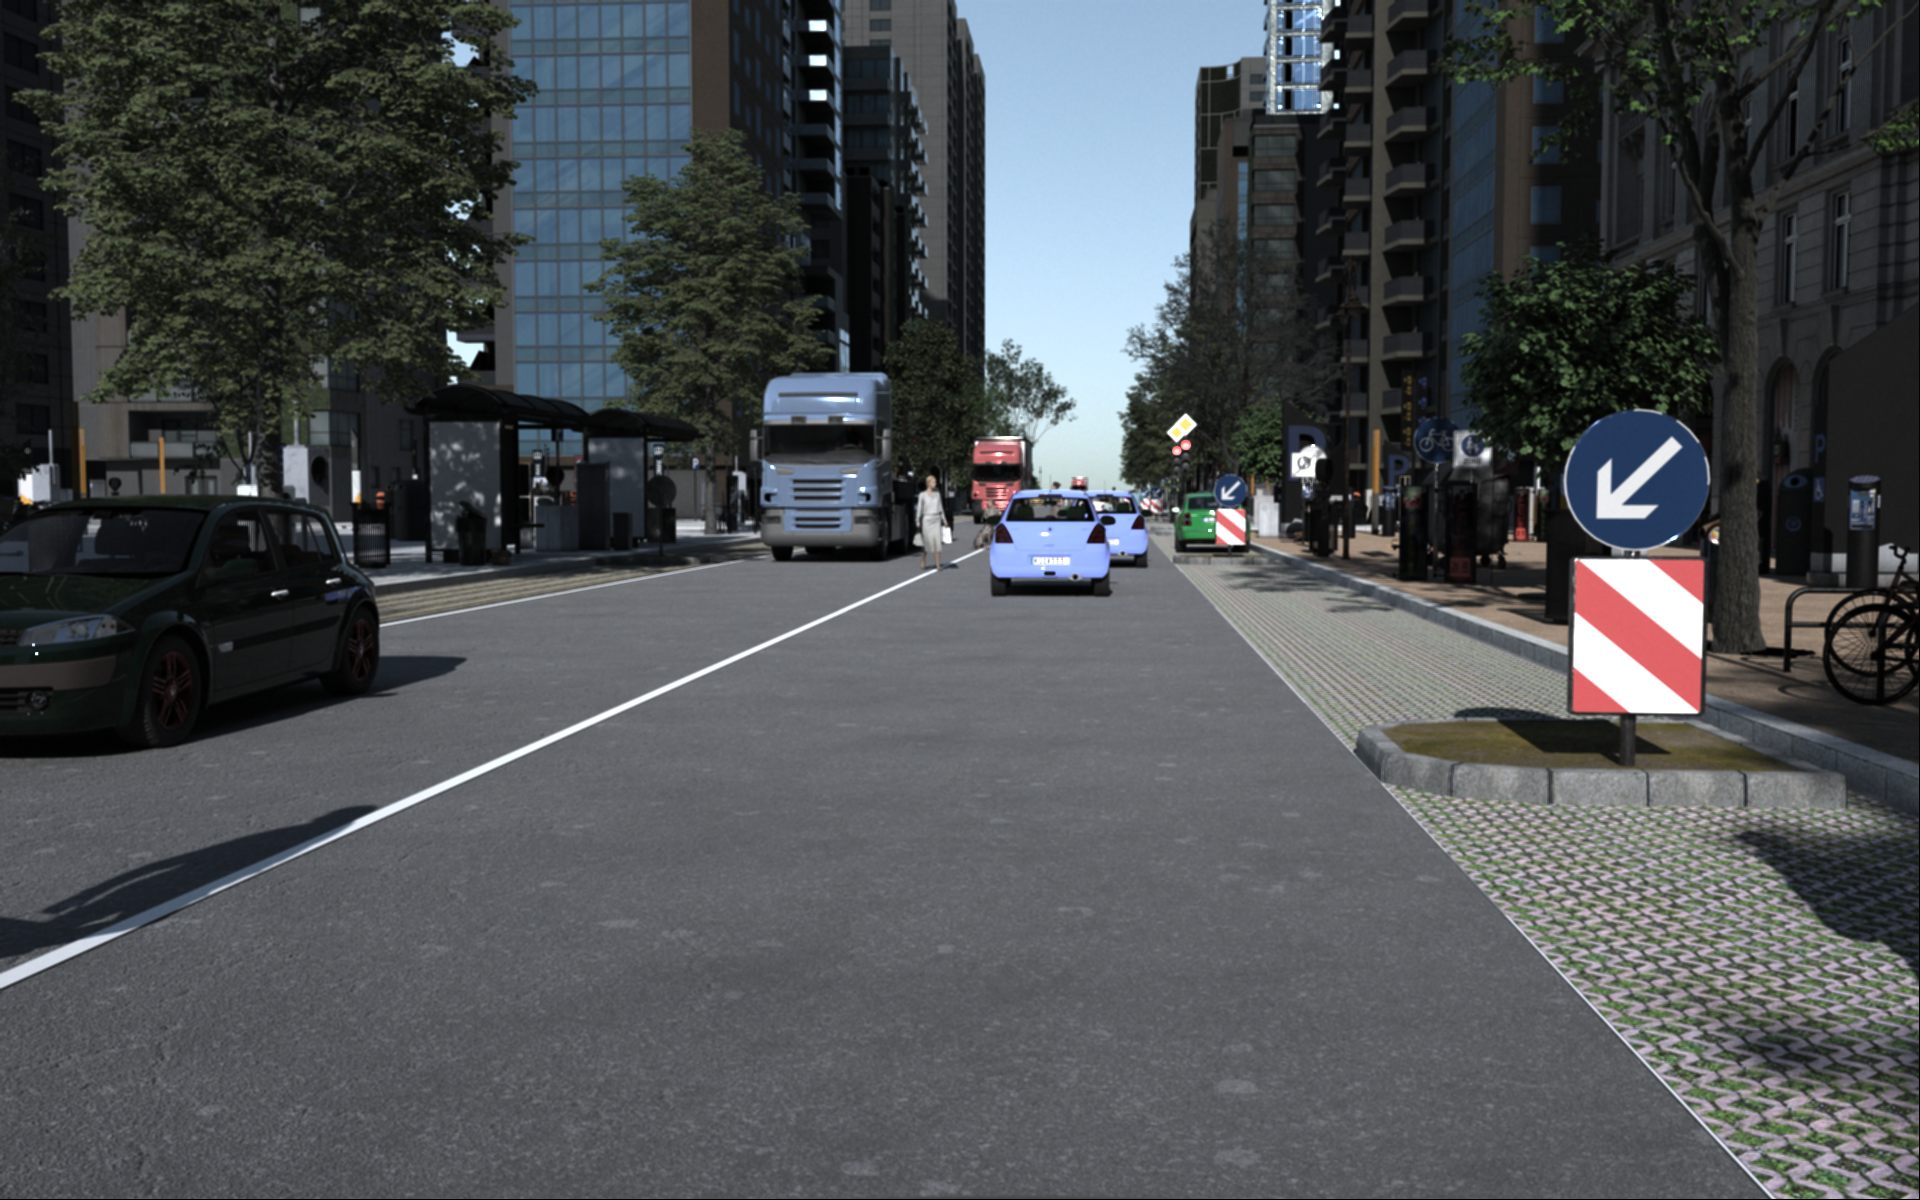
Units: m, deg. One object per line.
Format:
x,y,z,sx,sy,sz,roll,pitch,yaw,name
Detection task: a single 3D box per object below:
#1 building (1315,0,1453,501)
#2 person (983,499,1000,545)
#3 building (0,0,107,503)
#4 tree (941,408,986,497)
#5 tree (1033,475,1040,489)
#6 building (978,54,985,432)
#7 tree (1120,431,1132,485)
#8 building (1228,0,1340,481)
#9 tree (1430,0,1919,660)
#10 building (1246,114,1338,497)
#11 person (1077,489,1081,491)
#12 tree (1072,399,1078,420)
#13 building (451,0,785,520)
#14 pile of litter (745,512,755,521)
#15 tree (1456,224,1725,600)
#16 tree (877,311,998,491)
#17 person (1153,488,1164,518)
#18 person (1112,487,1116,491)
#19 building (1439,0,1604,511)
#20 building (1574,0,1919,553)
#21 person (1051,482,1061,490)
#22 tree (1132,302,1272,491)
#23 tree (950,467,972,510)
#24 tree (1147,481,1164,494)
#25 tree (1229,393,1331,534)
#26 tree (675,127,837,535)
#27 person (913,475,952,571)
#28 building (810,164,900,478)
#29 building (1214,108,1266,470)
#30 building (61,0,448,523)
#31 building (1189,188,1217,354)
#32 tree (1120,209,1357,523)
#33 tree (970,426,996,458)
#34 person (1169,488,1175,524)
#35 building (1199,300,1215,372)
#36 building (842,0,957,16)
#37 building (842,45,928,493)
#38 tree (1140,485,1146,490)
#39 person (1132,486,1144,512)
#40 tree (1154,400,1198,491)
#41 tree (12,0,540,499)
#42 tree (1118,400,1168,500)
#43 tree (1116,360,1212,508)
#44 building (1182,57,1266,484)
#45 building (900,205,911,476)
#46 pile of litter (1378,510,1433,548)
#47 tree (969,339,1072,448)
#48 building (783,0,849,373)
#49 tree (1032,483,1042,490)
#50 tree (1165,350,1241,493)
33.174,-27.437,103.224,22.147,44.769,28.867,0,4,5,building
0.896,-2.199,48.725,0.475,1.303,0.640,0,4,-7,person
-59.064,-39.806,89.082,20.611,71.187,20.563,0,4,5,building
-0.157,-10.970,129.720,4.737,8.622,4.395,0,3,0,tree
10.376,-16.916,260.289,4.285,4.588,4.351,0,3,0,tree
-6.234,-50.686,266.968,20.563,71.187,20.611,0,4,5,building
27.266,-20.875,259.424,7.486,12.596,7.792,0,3,0,tree
39.891,-52.893,177.477,22.319,86.520,31.000,0,4,5,building
6.135,-5.382,13.746,9.928,11.665,9.643,0,3,0,tree
29.206,-22.197,134.620,14.160,30.474,14.107,0,4,5,building
9.293,-7.743,135.075,0.580,1.828,0.573,3,5,42,person
10.316,-23.400,238.471,12.611,20.169,13.585,0,3,0,tree
-17.549,-27.045,92.298,14.600,45.320,14.200,0,4,5,building
-10.552,-4.318,84.566,1.176,0.858,1.719,-2,4,-30,pile of litter
7.592,-2.289,21.135,4.285,4.588,4.351,0,3,0,tree
-2.139,-11.734,108.860,9.611,12.733,9.660,0,3,0,tree
11.092,-5.380,96.639,0.728,1.800,0.709,-1,4,-18,person
9.100,-5.795,103.028,0.659,1.850,0.755,2,4,33,person
30.684,-26.231,78.987,14.200,45.320,14.600,0,4,5,building
23.563,-12.032,38.516,13.314,21.916,24.055,0,4,5,building
2.703,-2.528,50.172,0.374,1.781,0.599,-3,4,-36,person
14.753,-11.268,102.359,7.486,12.596,7.792,0,3,0,tree
0.278,-9.569,140.174,4.285,4.588,4.351,0,3,0,tree
22.039,-11.983,190.521,1.663,3.219,1.824,0,3,0,tree
10.416,-4.441,56.325,4.285,4.588,4.351,0,3,0,tree
-7.704,-8.292,53.697,7.486,12.596,7.792,0,3,0,tree
-0.526,-1.451,32.582,0.694,1.780,0.624,-1,4,-9,person
-13.457,-23.313,152.866,14.160,30.474,14.107,0,4,5,building
37.177,-33.739,201.750,14.600,45.320,14.200,0,4,5,building
-34.182,-24.459,83.493,14.086,41.232,14.154,0,4,5,building
46.738,-39.434,268.447,21.300,48.544,21.600,0,4,5,building
11.991,-10.109,75.646,12.009,13.543,11.850,0,3,0,tree
2.850,-13.933,178.173,4.360,8.622,3.978,0,3,0,tree
10.303,-4.583,83.617,0.473,1.802,0.592,1,4,10,person
41.592,-29.307,250.872,14.160,30.474,14.107,0,4,5,building
-8.815,-49.437,246.541,20.563,71.187,20.611,0,4,5,building
-15.408,-34.845,189.326,23.786,49.044,30.456,0,4,5,building
29.021,-16.953,271.774,1.663,3.219,1.824,0,3,0,tree
8.659,-4.647,84.499,0.660,1.820,0.620,0,4,3,person
16.784,-11.116,132.115,4.737,8.622,4.395,0,3,0,tree
-9.548,-6.499,24.387,7.486,12.596,7.792,0,3,0,tree
23.859,-17.835,208.607,9.611,12.733,9.660,0,3,0,tree
19.029,-15.311,156.989,9.857,13.997,8.962,0,3,0,tree
47.560,-52.023,288.829,20.563,71.187,20.611,0,4,5,building
-12.518,-24.172,166.919,14.160,30.474,14.107,0,4,5,building
10.901,-1.688,41.559,1.176,0.858,1.719,-1,4,-15,pile of litter
6.622,-21.596,208.975,12.611,20.169,13.585,0,3,0,tree
-19.300,-49.491,121.845,22.319,86.520,31.000,0,4,5,building
13.357,-18.398,295.415,1.663,3.219,1.824,0,3,0,tree
12.227,-8.252,85.282,4.360,8.622,3.978,0,3,0,tree
